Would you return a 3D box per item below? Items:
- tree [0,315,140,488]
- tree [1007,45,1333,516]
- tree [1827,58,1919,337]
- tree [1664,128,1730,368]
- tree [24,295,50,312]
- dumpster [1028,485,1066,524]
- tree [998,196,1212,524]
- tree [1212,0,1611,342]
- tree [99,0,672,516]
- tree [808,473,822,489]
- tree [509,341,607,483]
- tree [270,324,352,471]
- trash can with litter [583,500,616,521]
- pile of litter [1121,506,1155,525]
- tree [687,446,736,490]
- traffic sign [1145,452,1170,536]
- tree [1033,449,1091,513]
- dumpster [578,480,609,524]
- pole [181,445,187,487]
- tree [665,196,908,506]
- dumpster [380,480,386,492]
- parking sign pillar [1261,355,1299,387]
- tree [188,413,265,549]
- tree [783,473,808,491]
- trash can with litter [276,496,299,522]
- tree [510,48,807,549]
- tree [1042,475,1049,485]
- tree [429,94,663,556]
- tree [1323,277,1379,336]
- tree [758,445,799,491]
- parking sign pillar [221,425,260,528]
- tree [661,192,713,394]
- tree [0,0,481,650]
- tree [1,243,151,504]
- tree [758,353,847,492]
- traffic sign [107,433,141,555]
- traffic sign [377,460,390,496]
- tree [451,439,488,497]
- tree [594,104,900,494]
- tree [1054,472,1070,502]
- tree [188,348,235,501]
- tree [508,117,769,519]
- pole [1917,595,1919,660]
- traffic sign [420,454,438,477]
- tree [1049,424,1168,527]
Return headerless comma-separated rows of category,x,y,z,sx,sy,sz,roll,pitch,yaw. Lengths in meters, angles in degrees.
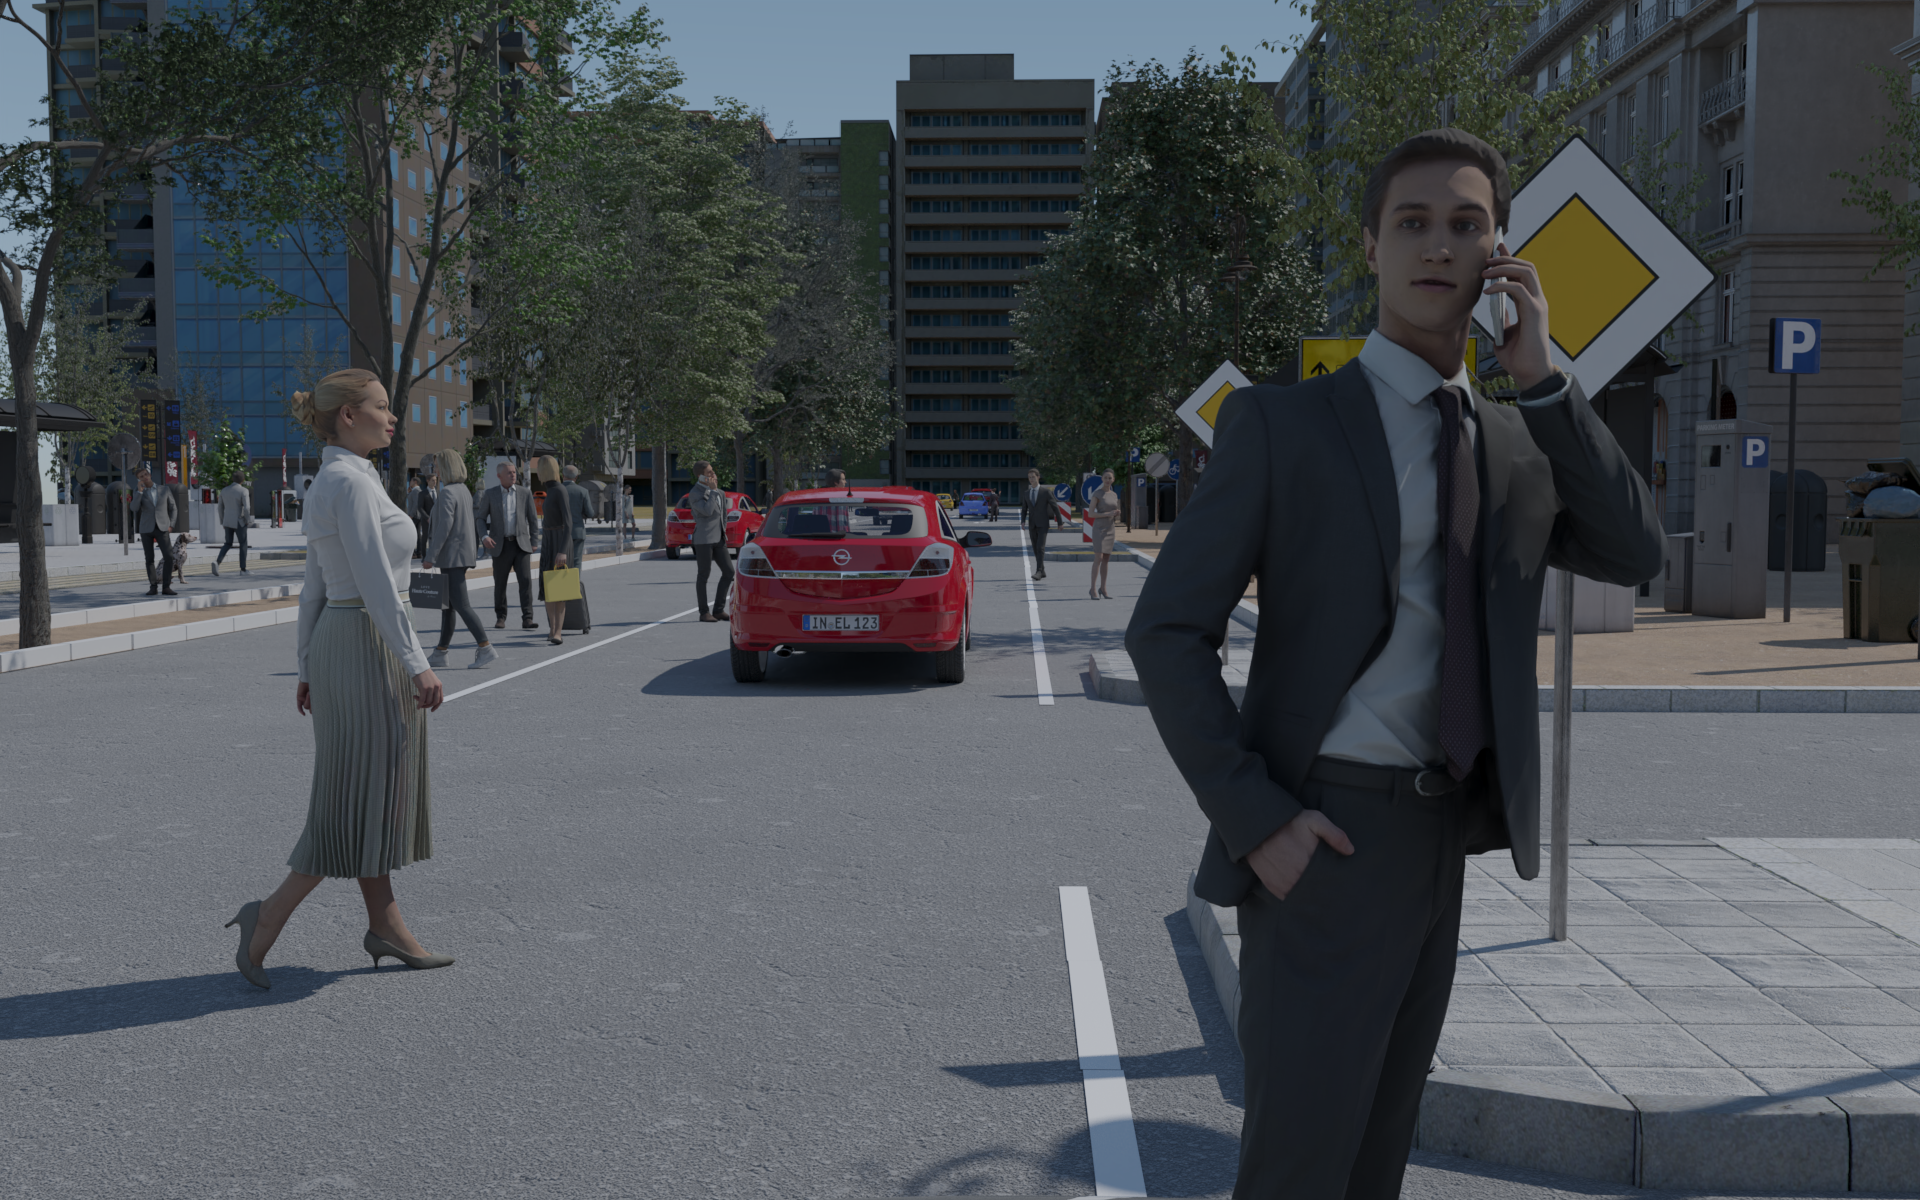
tree,-37.524,-7.564,74.033,4.737,8.622,4.395,0,3,0
tree,5.772,-7.812,44.732,9.611,12.733,9.660,0,3,0
tree,15.002,-4.577,25.190,4.737,8.622,4.395,0,3,0
tree,12.964,-5.128,34.200,4.737,8.622,4.395,0,3,0
tree,-34.792,-6.988,64.614,4.737,8.622,4.395,0,3,0
dumpster,4.113,-4.485,81.551,1.865,1.857,1.264,0,4,0
tree,6.577,-10.312,75.250,9.857,13.997,8.962,0,3,0
tree,4.791,-4.156,18.319,4.737,8.622,4.395,0,3,0
tree,-7.974,-5.880,24.356,9.928,11.665,9.643,0,3,0
tree,-13.543,-10.190,161.200,1.663,3.219,1.824,0,3,0
tree,-17.830,-7.800,77.892,4.737,8.622,4.395,0,3,0
tree,-27.479,-7.604,74.685,4.360,8.622,3.978,0,3,0
trash can with litter,-16.786,-4.358,82.303,2.233,1.210,1.678,0,4,1
pile of litter,7.483,-3.577,72.454,1.176,0.858,1.719,-2,4,-24
tree,-14.929,-7.368,104.173,4.285,4.588,4.351,0,3,0
traffic sign,6.046,-3.245,53.163,0.768,2.556,0.104,0,4,3
tree,8.266,-12.293,119.120,7.486,12.596,7.792,0,3,0
dumpster,-15.834,-4.198,74.401,1.264,1.857,1.865,0,4,2
pole,-32.237,-4.781,72.009,0.158,3.312,0.155,0,3,0
tree,-6.910,-8.942,65.671,9.611,12.733,9.660,0,3,0
dumpster,-19.244,-3.201,54.824,1.502,2.255,1.985,0,4,2
parking sign pillar,5.783,-2.568,30.456,1.447,3.967,1.447,2,4,34
tree,-17.309,-2.849,41.188,1.663,3.219,1.824,0,3,0
tree,-13.550,-8.912,140.316,1.663,3.219,1.824,0,3,0
trash can with litter,-30.645,-4.120,78.745,0.624,1.170,1.055,3,5,44
tree,-7.868,-7.594,44.751,7.486,12.596,7.792,0,3,0
tree,9.389,-10.948,162.718,4.285,4.588,4.351,0,3,0
tree,-7.966,-4.828,31.765,4.360,8.622,3.978,0,3,0
tree,13.119,-6.580,57.952,4.360,8.622,3.978,0,3,0
tree,-13.758,-11.195,133.403,4.737,8.622,4.395,0,3,0
parking sign pillar,-27.266,-4.706,65.410,1.447,3.967,1.447,1,4,13
tree,-7.650,-5.262,38.849,4.360,8.622,3.978,0,3,0
tree,-8.224,-4.809,15.501,8.767,10.594,7.601,0,4,2
tree,-25.176,-6.038,49.081,4.360,8.622,3.978,0,3,0
tree,-6.974,-7.370,73.311,4.360,8.622,3.978,0,3,0
traffic sign,-17.433,-2.203,36.132,0.768,2.556,0.104,1,4,9
traffic sign,-20.316,-3.750,61.412,0.768,2.556,0.104,1,4,11
tree,-16.853,-3.973,59.554,1.663,3.219,1.824,0,3,0
tree,-6.957,-8.667,54.527,12.009,13.543,11.850,0,3,0
tree,7.746,-10.831,127.453,4.737,8.622,4.395,0,3,0
tree,-37.843,-8.272,85.607,4.360,8.622,3.978,0,3,0
tree,-16.364,-14.183,87.773,12.611,20.169,13.585,0,3,0
pole,7.532,-1.191,13.324,0.158,3.312,0.155,0,3,0
traffic sign,-16.628,-3.325,54.466,0.768,2.556,0.104,0,4,8
tree,6.675,-5.182,68.447,4.285,4.588,4.351,0,3,0
